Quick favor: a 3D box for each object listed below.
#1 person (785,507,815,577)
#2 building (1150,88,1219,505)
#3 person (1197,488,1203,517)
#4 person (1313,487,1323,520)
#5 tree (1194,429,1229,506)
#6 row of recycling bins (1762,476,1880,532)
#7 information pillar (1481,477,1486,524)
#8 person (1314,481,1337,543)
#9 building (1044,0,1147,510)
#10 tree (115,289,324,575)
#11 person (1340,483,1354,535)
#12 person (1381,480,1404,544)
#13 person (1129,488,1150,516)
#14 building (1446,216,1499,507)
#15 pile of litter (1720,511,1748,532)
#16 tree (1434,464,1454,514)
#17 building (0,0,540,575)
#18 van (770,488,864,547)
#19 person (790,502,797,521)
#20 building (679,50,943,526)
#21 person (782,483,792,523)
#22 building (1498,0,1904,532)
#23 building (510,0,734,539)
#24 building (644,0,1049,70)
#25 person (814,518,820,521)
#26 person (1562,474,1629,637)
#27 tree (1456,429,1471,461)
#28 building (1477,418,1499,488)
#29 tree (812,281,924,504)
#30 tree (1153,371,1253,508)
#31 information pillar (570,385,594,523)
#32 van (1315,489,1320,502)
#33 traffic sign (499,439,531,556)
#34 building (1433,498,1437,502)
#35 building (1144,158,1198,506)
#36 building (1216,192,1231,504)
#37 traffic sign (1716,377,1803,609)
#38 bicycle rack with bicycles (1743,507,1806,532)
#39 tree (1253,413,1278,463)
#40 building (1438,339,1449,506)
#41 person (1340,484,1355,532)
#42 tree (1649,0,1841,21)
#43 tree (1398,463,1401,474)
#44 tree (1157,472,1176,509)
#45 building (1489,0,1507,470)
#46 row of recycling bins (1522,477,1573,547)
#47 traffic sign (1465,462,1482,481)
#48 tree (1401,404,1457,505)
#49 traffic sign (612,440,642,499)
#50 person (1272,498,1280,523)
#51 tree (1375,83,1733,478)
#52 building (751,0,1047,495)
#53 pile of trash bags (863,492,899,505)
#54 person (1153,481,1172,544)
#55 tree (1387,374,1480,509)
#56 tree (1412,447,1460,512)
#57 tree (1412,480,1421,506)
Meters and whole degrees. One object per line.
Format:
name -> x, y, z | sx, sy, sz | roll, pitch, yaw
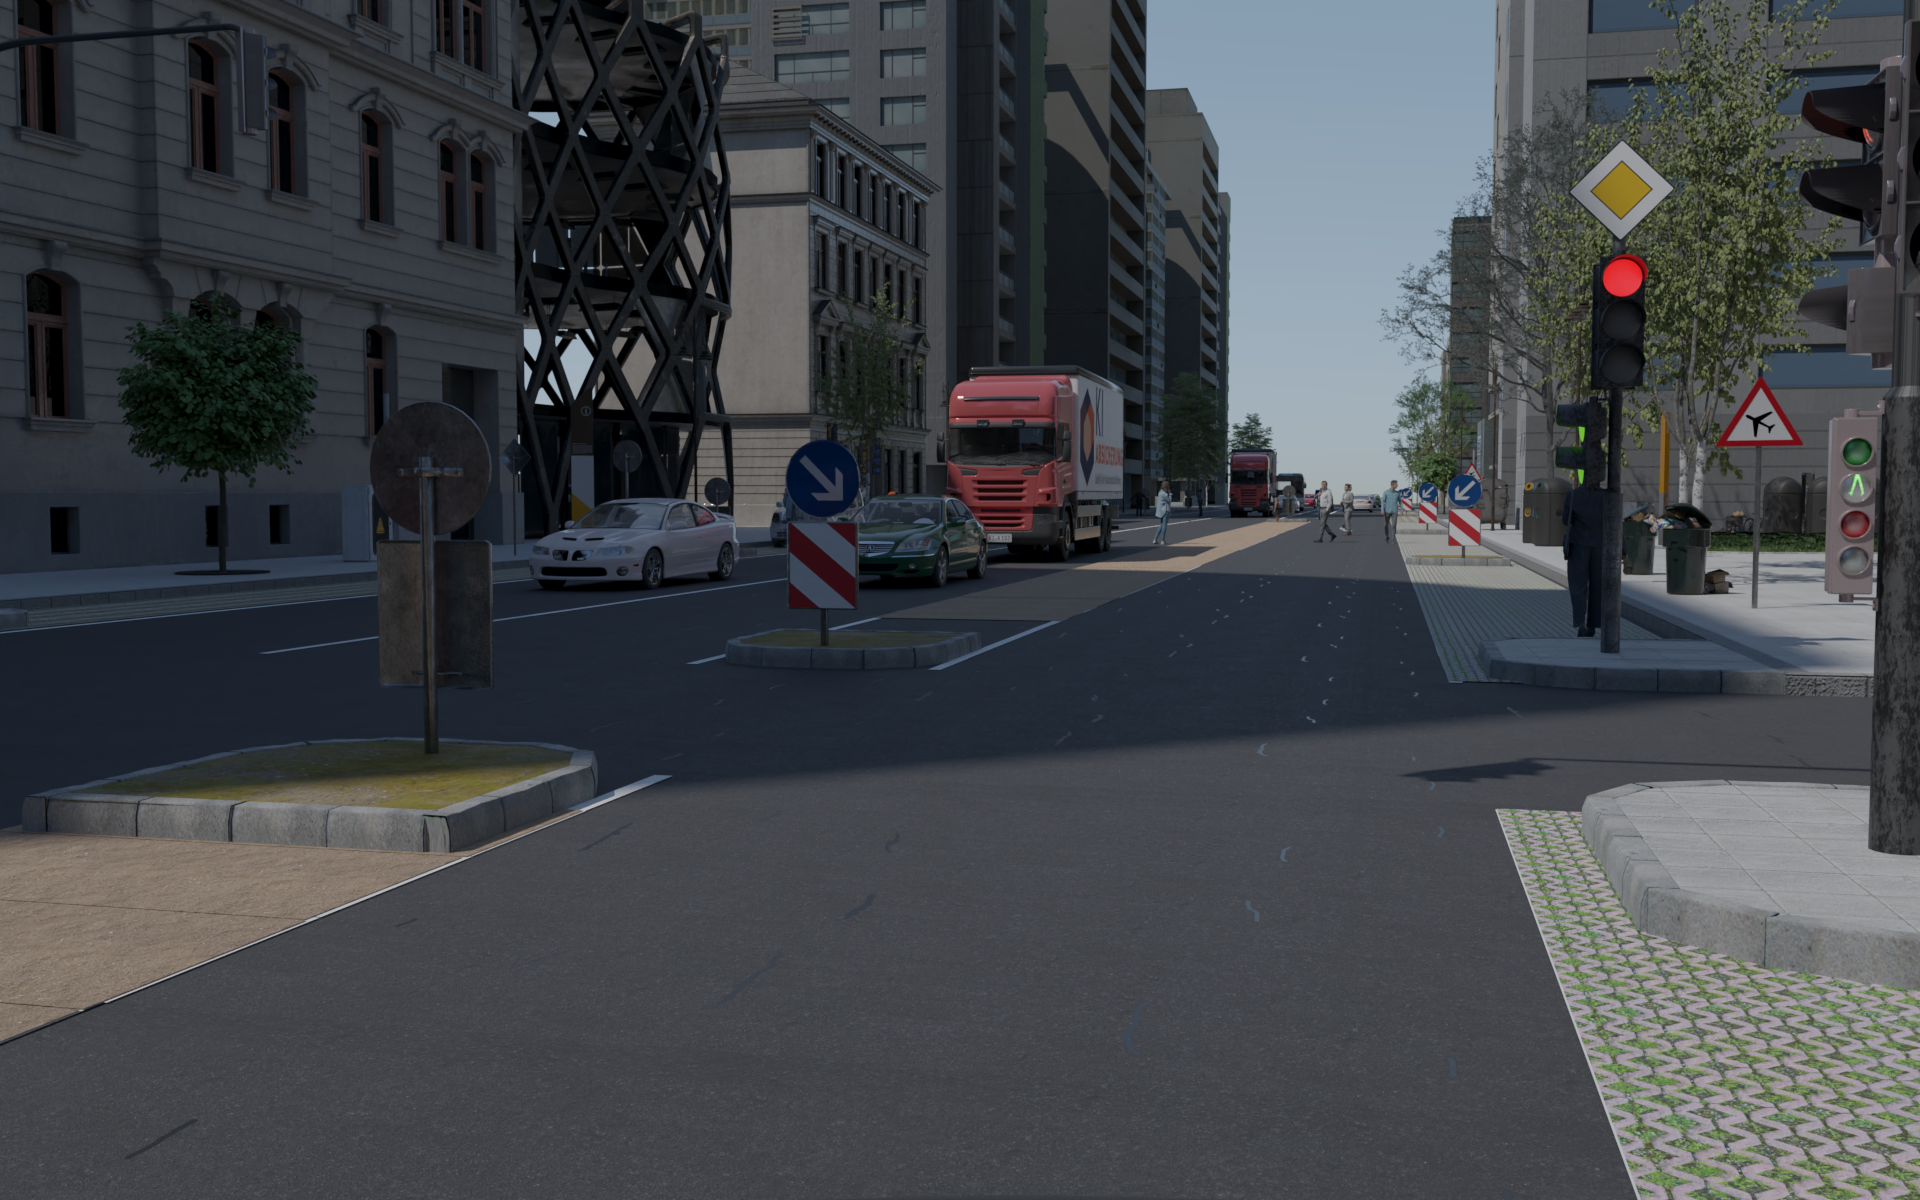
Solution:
person -> -2.563, -1.178, 28.112 | 0.624, 1.780, 0.694 | -1, 4, -17
building -> 19.912, -36.013, 212.519 | 21.300, 48.544, 21.600 | 1, 4, 14
person -> 15.334, -6.241, 110.622 | 0.705, 1.814, 1.350 | 0, 3, 0
person -> 20.246, -5.404, 96.945 | 0.705, 1.814, 1.350 | -3, 5, -39
tree -> 25.741, -14.047, 180.024 | 4.360, 8.622, 3.978 | 0, 3, 0
row of recycling bins -> 20.634, -2.030, 40.302 | 3.534, 1.692, 1.069 | 1, 4, 15
information pillar -> 22.180, -4.241, 73.829 | 0.304, 2.012, 0.304 | -3, 5, -44
person -> 10.822, -2.616, 51.378 | 0.850, 1.850, 0.679 | -1, 4, -21
building -> 3.270, -31.733, 142.537 | 21.300, 48.544, 21.600 | 1, 4, 14
tree -> -11.897, -2.695, 27.771 | 4.285, 4.588, 4.351 | 0, 3, 0
person -> 13.402, -3.153, 60.246 | 0.583, 1.804, 0.606 | -1, 4, -21
person -> 12.534, -2.559, 50.206 | 0.638, 1.841, 0.748 | 1, 4, 16
person -> 11.587, -6.325, 111.931 | 1.348, 1.821, 0.705 | 0, 4, -5
building -> 58.159, -25.001, 180.467 | 14.160, 30.474, 14.107 | 1, 4, 14
pile of litter -> 19.796, -1.874, 44.610 | 1.176, 0.858, 1.719 | -1, 4, -9
tree -> 31.271, -7.126, 111.110 | 1.663, 3.219, 1.824 | 0, 3, 0
building -> -19.837, -15.099, 34.253 | 14.401, 28.519, 23.554 | 1, 4, 14
van -> -3.876, -2.470, 47.400 | 2.013, 2.044, 4.112 | 1, 4, 13
person -> -3.114, -1.576, 34.395 | 0.709, 1.813, 0.853 | 2, 4, 26
building -> -8.239, -13.021, 77.526 | 10.561, 19.102, 19.286 | 1, 4, 14
person -> -4.155, -2.134, 43.649 | 0.793, 1.790, 0.793 | 0, 4, 8
building -> 32.948, -32.239, 69.105 | 21.231, 58.520, 28.212 | 1, 4, 14
building -> -16.091, -11.448, 54.635 | 16.820, 18.784, 16.811 | 1, 4, 14
building -> -8.102, -26.296, 121.825 | 32.217, 40.220, 23.993 | 1, 4, 14
person -> -2.975, -1.635, 35.802 | 0.524, 1.755, 0.480 | 3, 4, 36
person -> 6.107, -0.478, 16.729 | 0.576, 1.772, 0.534 | 0, 4, -5
tree -> 14.550, -5.441, 39.317 | 4.737, 8.622, 4.395 | 0, 3, 0
building -> 54.071, -50.417, 136.988 | 22.319, 86.520, 31.000 | 1, 4, 14
tree -> -3.272, -6.750, 60.724 | 4.737, 8.622, 4.395 | 0, 3, 0
tree -> 21.466, -14.834, 160.660 | 7.486, 12.596, 7.792 | 0, 3, 0
information pillar -> -8.134, -2.815, 37.387 | 0.504, 3.616, 0.183 | -1, 4, -15
van -> 45.716, -13.087, 218.360 | 2.240, 2.365, 5.245 | 1, 4, 16
traffic sign -> -9.274, -2.132, 36.051 | 0.795, 2.450, 0.064 | 1, 4, 22
building -> 78.069, -32.621, 225.241 | 32.217, 40.220, 23.993 | 1, 4, 14
building -> 9.659, -30.575, 191.775 | 32.217, 40.220, 23.993 | 1, 4, 14
building -> 28.045, -33.390, 229.523 | 14.154, 41.232, 14.086 | 1, 4, 14
traffic sign -> 8.907, -1.183, 19.342 | 0.884, 2.594, 0.081 | 1, 4, 22
bicycle rack with bicycles -> 22.839, -2.093, 47.606 | 2.925, 0.926, 2.852 | -1, 4, -13
tree -> 40.537, -19.789, 241.675 | 7.486, 12.596, 7.792 | 0, 3, 0
building -> 70.159, -21.705, 199.923 | 27.650, 21.520, 28.899 | 1, 4, 14
person -> 14.833, -3.544, 66.456 | 0.620, 1.820, 0.660 | 3, 4, 38
tree -> 10.266, -4.512, 24.141 | 4.737, 8.622, 4.395 | 0, 3, 0
tree -> 44.992, -13.341, 168.492 | 4.737, 8.622, 4.395 | 0, 3, 0
tree -> 18.278, -9.706, 153.292 | 1.663, 3.219, 1.824 | 0, 3, 0
building -> 48.283, -31.775, 108.757 | 28.713, 52.752, 27.495 | 1, 4, 14
row of recycling bins -> 14.881, -2.242, 43.765 | 1.069, 1.692, 3.534 | 1, 4, 12
traffic sign -> 20.882, -4.326, 70.732 | 0.884, 2.594, 0.081 | 1, 4, 14
tree -> 39.027, -11.655, 140.920 | 4.737, 8.622, 4.395 | 0, 3, 0
traffic sign -> -7.880, -2.498, 40.944 | 0.768, 2.556, 0.104 | 1, 4, 18
person -> 15.792, -4.488, 86.552 | 0.373, 1.253, 0.362 | 2, 4, 31
tree -> 17.736, -8.629, 51.448 | 12.009, 13.543, 11.850 | 0, 3, 0
building -> -3.164, -25.473, 100.084 | 14.154, 41.232, 14.086 | 1, 4, 14
pile of trash bags -> -3.207, -3.467, 66.444 | 1.912, 1.369, 3.447 | 2, 4, 25
person -> 5.776, -2.482, 49.353 | 0.793, 1.790, 0.793 | 3, 5, 44
tree -> 40.762, -13.668, 149.228 | 9.928, 11.665, 9.643 | 0, 3, 0
tree -> 33.711, -8.491, 122.548 | 4.285, 4.588, 4.351 | 0, 3, 0
tree -> 51.185, -12.113, 192.650 | 1.663, 3.219, 1.824 | 0, 3, 0
